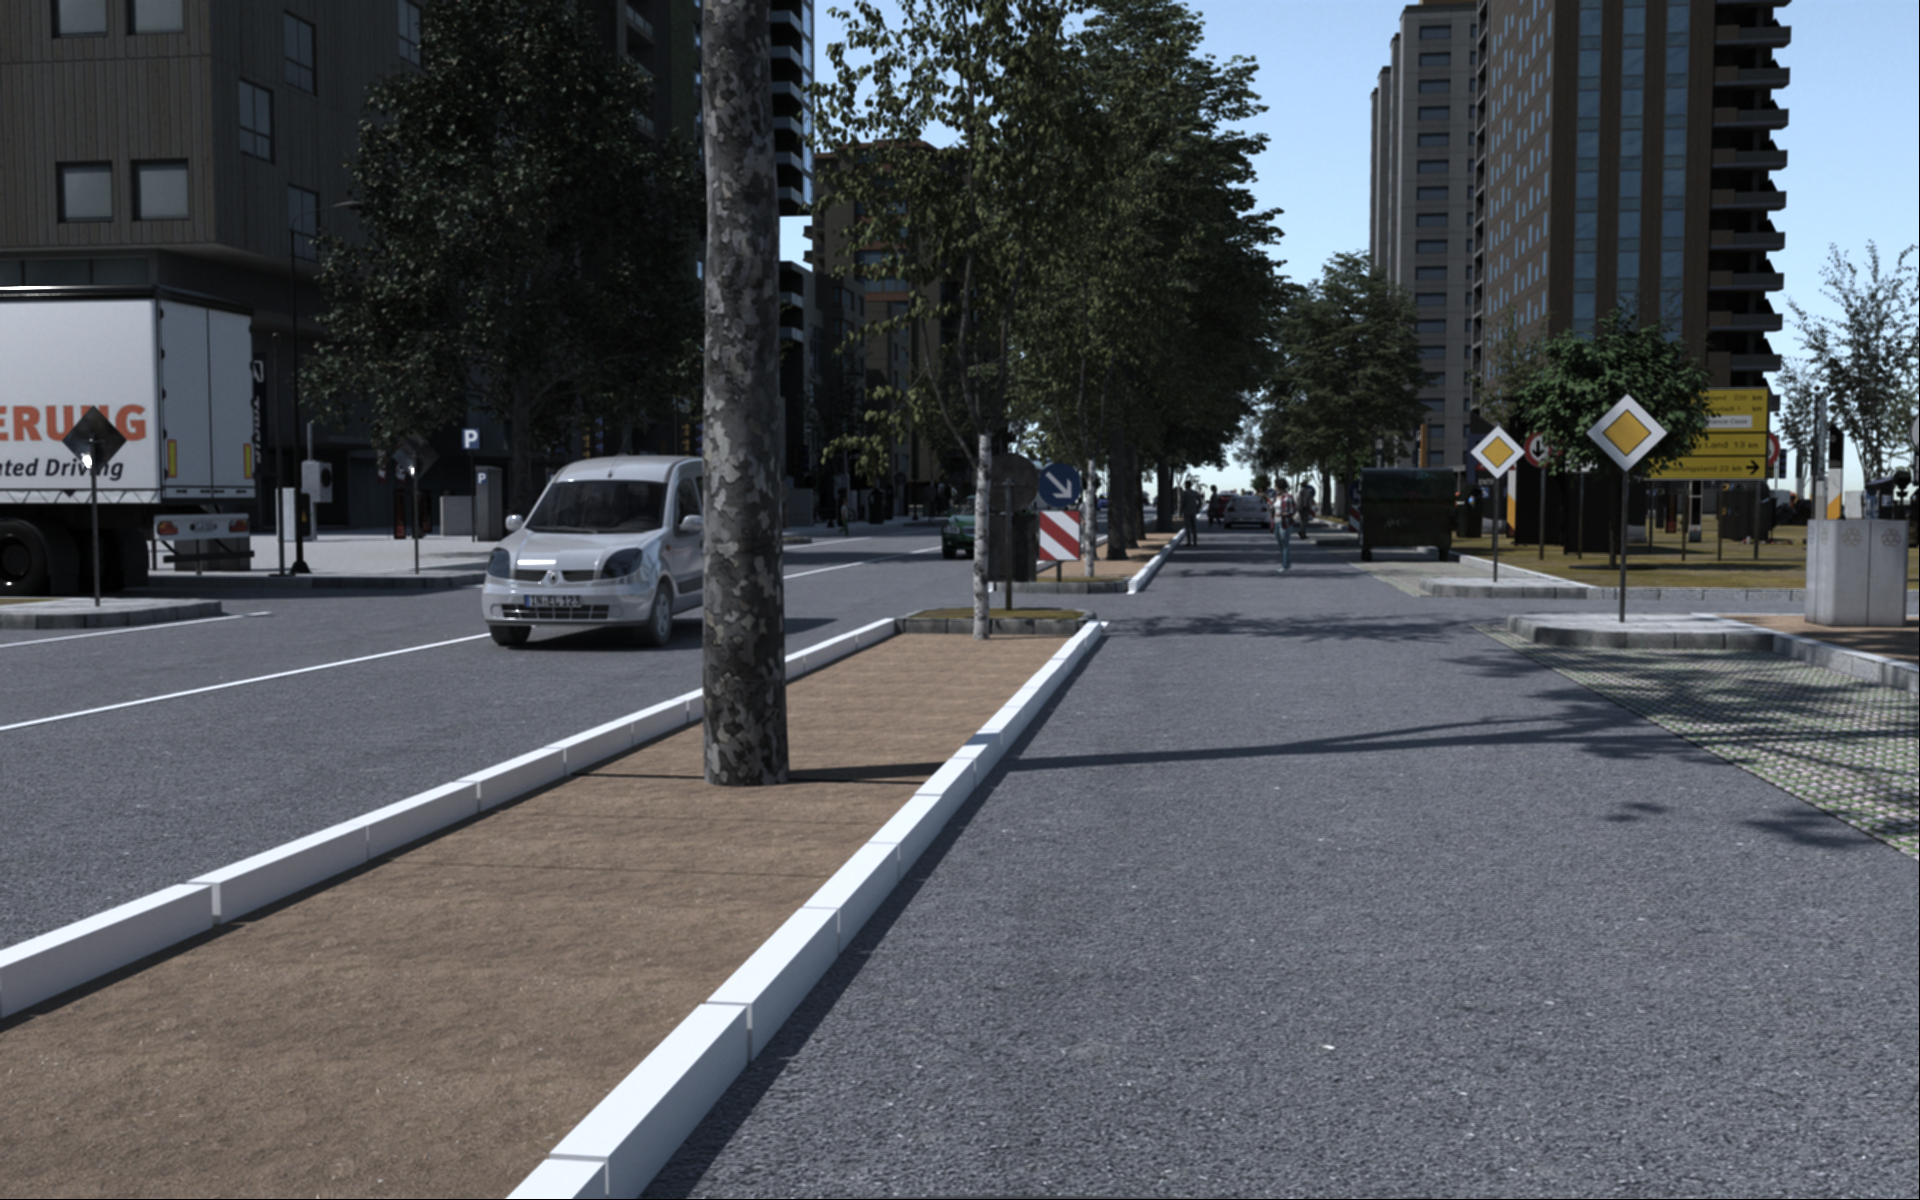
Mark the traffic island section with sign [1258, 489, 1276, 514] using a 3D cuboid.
[{"bbox_3d":[22.166,-7.053,123.948,1.989,1.847,2.006,1,4,8],"label":"traffic island section with sign"}]

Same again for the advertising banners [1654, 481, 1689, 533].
[{"bbox_3d":[23.403,-3.711,56.870,2.074,3.025,0.090,-2,4,-27],"label":"advertising banners"}]

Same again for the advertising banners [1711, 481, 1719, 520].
[{"bbox_3d":[38.049,-5.536,86.703,2.074,3.025,0.090,-3,5,-40],"label":"advertising banners"}]

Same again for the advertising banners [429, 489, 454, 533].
[{"bbox_3d":[-17.628,-3.721,57.020,2.074,3.025,0.090,0,4,-7],"label":"advertising banners"}]

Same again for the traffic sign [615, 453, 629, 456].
[{"bbox_3d":[-10.432,-3.265,53.484,0.768,2.556,0.104,1,4,17],"label":"traffic sign"}]

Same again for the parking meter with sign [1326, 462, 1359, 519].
[{"bbox_3d":[20.113,-5.791,90.940,1.738,3.016,0.543,0,4,7],"label":"parking meter with sign"}]

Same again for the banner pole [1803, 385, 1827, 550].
[{"bbox_3d":[19.896,-3.065,40.137,0.863,3.779,0.401,-3,5,-44],"label":"banner pole"}]

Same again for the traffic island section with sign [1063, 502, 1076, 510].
[{"bbox_3d":[9.957,-8.844,153.232,1.989,1.847,2.006,1,4,8],"label":"traffic island section with sign"}]

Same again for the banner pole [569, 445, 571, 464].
[{"bbox_3d":[-13.486,-4.276,59.934,0.401,3.779,0.863,-1,4,-16],"label":"banner pole"}]

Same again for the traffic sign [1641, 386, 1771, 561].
[{"bbox_3d":[14.203,-2.397,33.068,2.265,3.308,0.079,1,4,13],"label":"traffic sign"}]

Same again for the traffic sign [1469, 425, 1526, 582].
[{"bbox_3d":[7.790,-1.316,25.154,0.795,2.450,0.064,1,4,8],"label":"traffic sign"}]

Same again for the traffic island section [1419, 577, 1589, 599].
[{"bbox_3d":[7.814,-0.180,25.228,2.009,0.180,2.903,1,4,8],"label":"traffic island section"}]

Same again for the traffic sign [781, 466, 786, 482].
[{"bbox_3d":[-8.167,-4.747,77.715,0.768,2.556,0.104,1,4,10],"label":"traffic sign"}]

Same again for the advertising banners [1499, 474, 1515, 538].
[{"bbox_3d":[16.087,-3.316,50.402,2.074,3.025,0.090,-3,5,-40],"label":"advertising banners"}]

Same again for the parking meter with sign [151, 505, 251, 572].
[{"bbox_3d":[-12.690,-1.990,28.792,1.738,3.016,0.543,1,4,10],"label":"parking meter with sign"}]

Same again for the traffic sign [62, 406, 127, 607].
[{"bbox_3d":[-9.845,-0.983,19.713,0.795,2.450,0.064,1,4,8],"label":"traffic sign"}]

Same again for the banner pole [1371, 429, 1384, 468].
[{"bbox_3d":[15.869,-4.650,66.048,0.401,3.779,0.863,-2,4,-26],"label":"banner pole"}]

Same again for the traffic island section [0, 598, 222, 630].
[{"bbox_3d":[-9.869,0.153,19.778,2.009,0.180,2.903,1,4,8],"label":"traffic island section"}]

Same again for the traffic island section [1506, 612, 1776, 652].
[{"bbox_3d":[6.641,0.303,17.329,2.009,0.180,2.903,1,4,8],"label":"traffic island section"}]

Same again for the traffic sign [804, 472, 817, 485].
[{"bbox_3d":[-6.807,-4.700,78.979,0.606,2.300,0.079,1,4,9],"label":"traffic sign"}]

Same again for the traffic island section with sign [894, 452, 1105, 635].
[{"bbox_3d":[0.443,-0.633,18.489,2.006,1.907,1.989,1,4,8],"label":"traffic island section with sign"}]

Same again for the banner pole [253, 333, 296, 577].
[{"bbox_3d":[-10.833,-2.260,26.962,0.863,3.779,0.401,0,4,-3],"label":"banner pole"}]

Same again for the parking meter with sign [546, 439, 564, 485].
[{"bbox_3d":[-11.815,-3.318,50.505,0.543,3.016,1.738,-1,4,-14],"label":"parking meter with sign"}]

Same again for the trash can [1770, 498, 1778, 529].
[{"bbox_3d":[29.802,-3.198,63.938,0.748,1.137,0.748,0,3,0],"label":"trash can"}]

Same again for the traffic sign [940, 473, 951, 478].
[{"bbox_3d":[-0.856,-6.228,101.936,0.768,2.556,0.104,1,4,12],"label":"traffic sign"}]

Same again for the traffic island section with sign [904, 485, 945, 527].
[{"bbox_3d":[-1.364,-4.182,76.998,1.989,1.847,2.006,1,4,8],"label":"traffic island section with sign"}]

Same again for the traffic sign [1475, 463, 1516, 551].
[{"bbox_3d":[11.984,-2.374,38.825,0.884,2.594,0.081,1,4,15],"label":"traffic sign"}]

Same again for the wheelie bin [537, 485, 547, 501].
[{"bbox_3d":[-13.835,-3.081,58.290,0.693,1.594,0.980,-2,4,-35],"label":"wheelie bin"}]

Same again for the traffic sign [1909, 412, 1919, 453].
[{"bbox_3d":[14.014,-1.515,24.882,0.768,2.556,0.104,1,4,14],"label":"traffic sign"}]

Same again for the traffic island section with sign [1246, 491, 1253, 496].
[{"bbox_3d":[26.173,-8.702,150.912,1.989,1.847,2.006,1,4,8],"label":"traffic island section with sign"}]

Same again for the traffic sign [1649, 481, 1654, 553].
[{"bbox_3d":[15.017,-2.299,37.588,0.884,2.594,0.081,1,4,18],"label":"traffic sign"}]

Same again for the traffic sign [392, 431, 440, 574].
[{"bbox_3d":[-8.671,-1.466,27.612,0.795,2.450,0.064,1,4,8],"label":"traffic sign"}]

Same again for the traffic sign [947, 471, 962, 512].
[{"bbox_3d":[-0.315,-6.053,98.968,0.884,2.594,0.081,1,4,11],"label":"traffic sign"}]

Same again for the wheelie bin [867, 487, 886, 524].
[{"bbox_3d":[-3.547,-4.053,74.181,0.693,1.594,0.980,1,4,11],"label":"wheelie bin"}]

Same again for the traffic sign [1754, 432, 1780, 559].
[{"bbox_3d":[15.805,-2.092,34.313,0.768,2.556,0.104,1,4,12],"label":"traffic sign"}]

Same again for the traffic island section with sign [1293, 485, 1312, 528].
[{"bbox_3d":[14.825,-4.034,74.592,1.989,1.847,2.006,1,4,8],"label":"traffic island section with sign"}]

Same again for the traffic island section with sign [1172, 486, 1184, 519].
[{"bbox_3d":[12.574,-5.627,100.141,2.006,1.907,1.989,1,4,8],"label":"traffic island section with sign"}]

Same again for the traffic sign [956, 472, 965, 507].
[{"bbox_3d":[-0.064,-6.201,101.498,0.768,2.556,0.104,1,4,14],"label":"traffic sign"}]

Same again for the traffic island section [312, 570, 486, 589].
[{"bbox_3d":[-8.696,-0.330,27.677,2.009,0.180,2.903,1,4,8],"label":"traffic island section"}]

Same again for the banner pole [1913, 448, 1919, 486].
[{"bbox_3d":[37.364,-4.734,67.415,0.401,3.779,0.863,0,4,-6],"label":"banner pole"}]

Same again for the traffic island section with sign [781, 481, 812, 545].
[{"bbox_3d":[-5.365,-2.537,50.113,1.989,1.847,2.006,1,4,8],"label":"traffic island section with sign"}]

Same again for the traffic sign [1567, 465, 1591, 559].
[{"bbox_3d":[12.182,-1.947,33.970,0.606,2.300,0.079,1,4,13],"label":"traffic sign"}]

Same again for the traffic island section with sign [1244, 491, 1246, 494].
[{"bbox_3d":[34.224,-12.022,205.189,1.989,1.847,2.006,1,4,8],"label":"traffic island section with sign"}]

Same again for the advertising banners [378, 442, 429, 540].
[{"bbox_3d":[-15.926,-3.245,49.237,0.090,3.025,2.074,1,4,22],"label":"advertising banners"}]

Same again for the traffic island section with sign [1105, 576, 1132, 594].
[{"bbox_3d":[1.541,-1.081,25.814,2.006,1.907,1.989,1,4,8],"label":"traffic island section with sign"}]

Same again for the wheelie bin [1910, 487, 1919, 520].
[{"bbox_3d":[44.930,-4.481,81.167,0.693,1.594,0.980,2,4,34],"label":"wheelie bin"}]

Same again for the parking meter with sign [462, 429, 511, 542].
[{"bbox_3d":[-12.748,-3.102,46.984,0.543,3.016,1.738,1,4,18],"label":"parking meter with sign"}]

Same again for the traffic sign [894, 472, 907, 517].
[{"bbox_3d":[-3.402,-6.012,98.408,0.768,2.556,0.104,1,4,13],"label":"traffic sign"}]

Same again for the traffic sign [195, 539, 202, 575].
[{"bbox_3d":[-12.039,-1.664,27.318,0.768,2.556,0.104,1,4,10],"label":"traffic sign"}]

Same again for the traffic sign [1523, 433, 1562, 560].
[{"bbox_3d":[11.363,-2.059,33.769,0.768,2.556,0.104,1,4,10],"label":"traffic sign"}]

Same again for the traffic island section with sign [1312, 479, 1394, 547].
[{"bbox_3d":[10.821,-2.381,47.565,1.989,1.847,2.006,1,4,8],"label":"traffic island section with sign"}]

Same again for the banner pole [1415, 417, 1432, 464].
[{"bbox_3d":[15.106,-4.061,56.414,0.401,3.779,0.863,-2,4,-27],"label":"banner pole"}]

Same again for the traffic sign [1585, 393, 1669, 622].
[{"bbox_3d":[6.616,-0.833,17.256,0.795,2.450,0.064,1,4,8],"label":"traffic sign"}]
